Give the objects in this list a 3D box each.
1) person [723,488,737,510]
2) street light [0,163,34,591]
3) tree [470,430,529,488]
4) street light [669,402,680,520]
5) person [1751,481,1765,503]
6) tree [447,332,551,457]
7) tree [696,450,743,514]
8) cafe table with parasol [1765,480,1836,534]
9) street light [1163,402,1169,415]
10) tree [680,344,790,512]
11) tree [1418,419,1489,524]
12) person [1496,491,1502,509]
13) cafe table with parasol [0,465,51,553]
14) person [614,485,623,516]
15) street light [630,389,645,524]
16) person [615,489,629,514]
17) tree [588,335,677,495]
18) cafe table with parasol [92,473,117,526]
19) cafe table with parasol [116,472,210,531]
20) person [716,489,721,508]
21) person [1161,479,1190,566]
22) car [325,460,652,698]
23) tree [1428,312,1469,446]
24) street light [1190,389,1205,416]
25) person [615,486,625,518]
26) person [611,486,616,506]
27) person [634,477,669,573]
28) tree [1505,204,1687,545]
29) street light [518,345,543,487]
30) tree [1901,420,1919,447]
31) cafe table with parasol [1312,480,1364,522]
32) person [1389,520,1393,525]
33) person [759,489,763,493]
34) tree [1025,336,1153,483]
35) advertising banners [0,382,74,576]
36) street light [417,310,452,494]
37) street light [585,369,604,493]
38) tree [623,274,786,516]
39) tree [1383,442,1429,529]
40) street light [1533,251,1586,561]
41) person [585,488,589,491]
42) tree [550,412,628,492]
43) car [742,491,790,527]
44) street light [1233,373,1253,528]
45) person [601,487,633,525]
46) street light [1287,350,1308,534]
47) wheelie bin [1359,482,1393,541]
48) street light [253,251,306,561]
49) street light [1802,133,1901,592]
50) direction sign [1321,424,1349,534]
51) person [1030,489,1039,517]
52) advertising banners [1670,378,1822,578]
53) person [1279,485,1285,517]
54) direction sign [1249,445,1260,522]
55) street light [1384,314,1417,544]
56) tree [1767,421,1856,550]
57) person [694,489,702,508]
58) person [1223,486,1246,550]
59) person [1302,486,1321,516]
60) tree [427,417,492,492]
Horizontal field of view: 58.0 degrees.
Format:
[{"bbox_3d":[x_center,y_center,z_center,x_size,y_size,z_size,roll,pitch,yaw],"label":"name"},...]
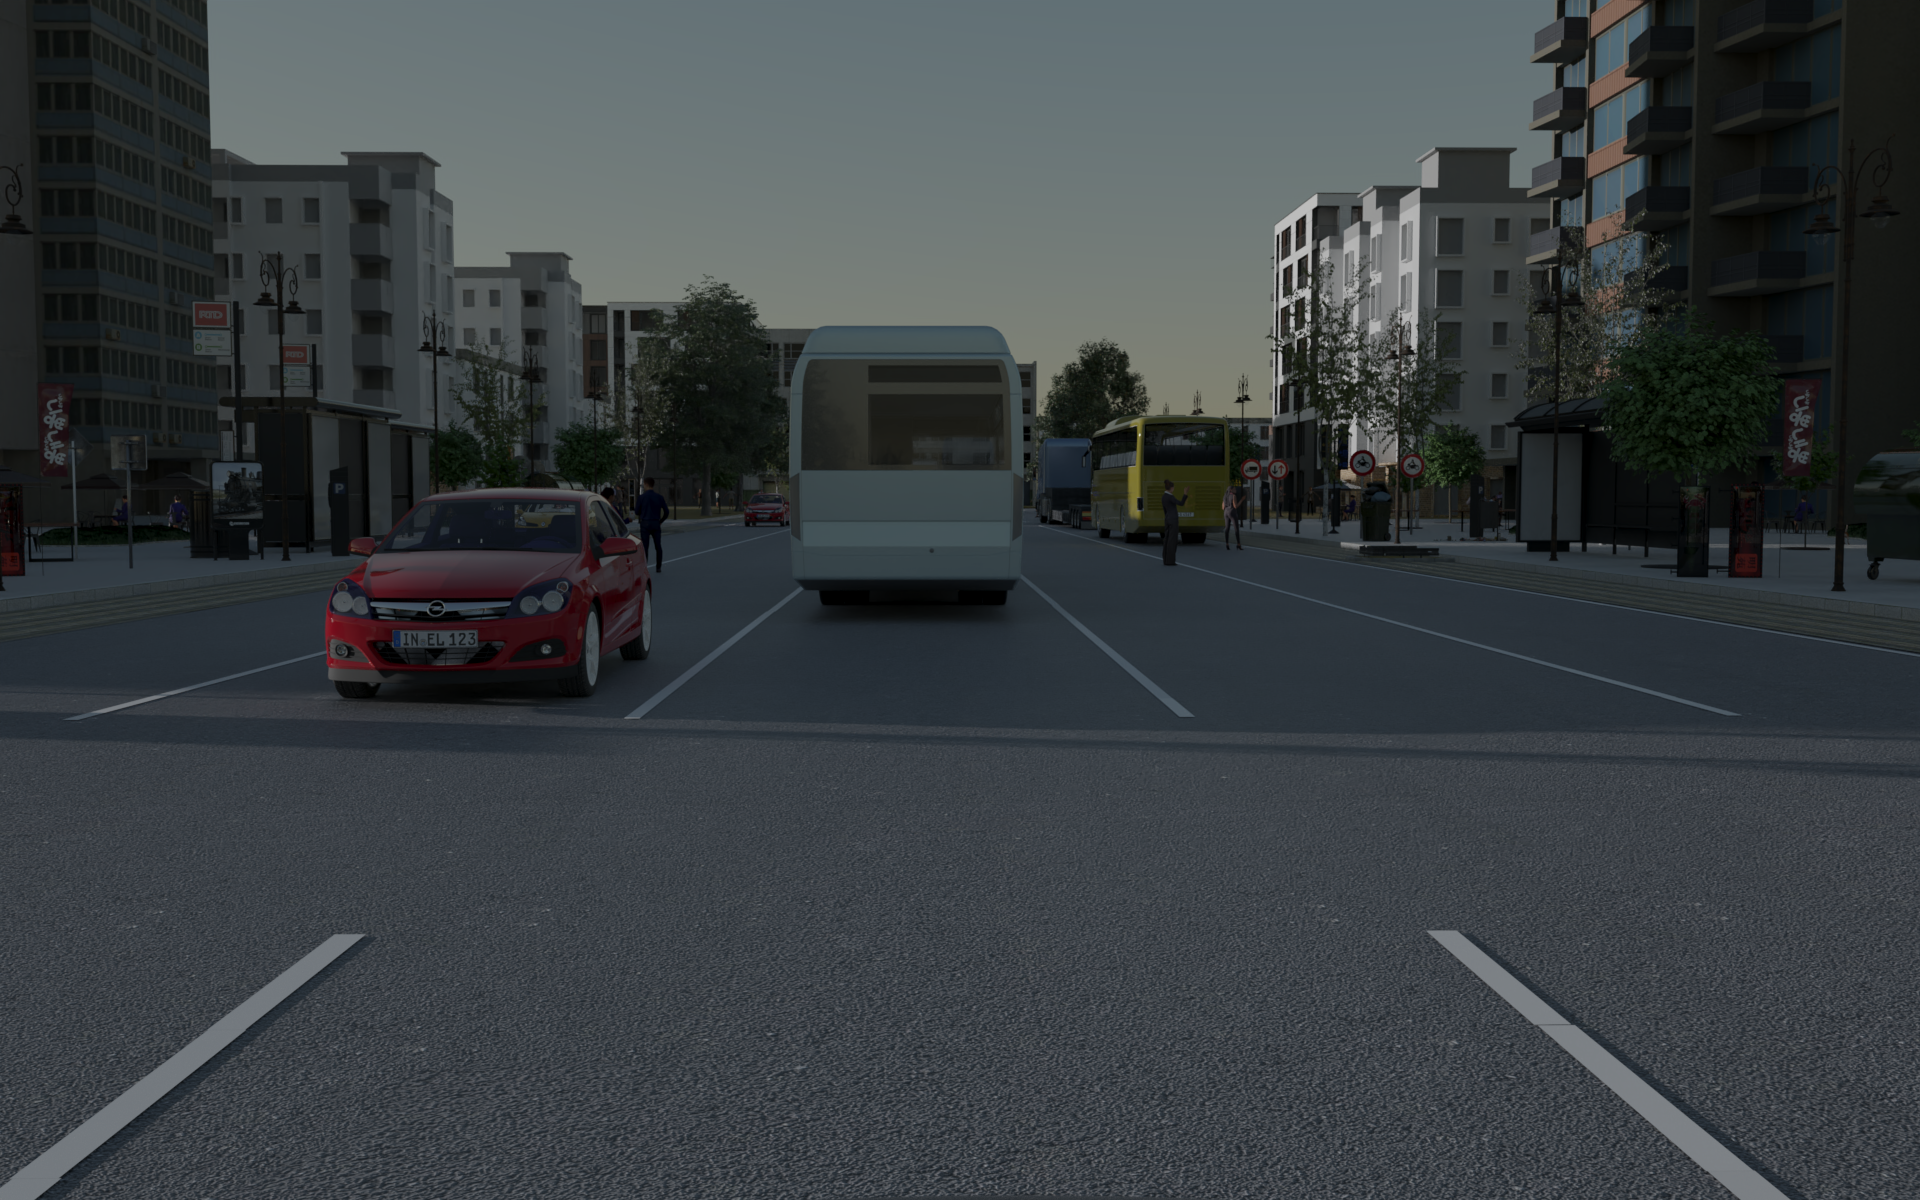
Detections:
[{"bbox_3d":[-18.933,-8.393,143.264,1.348,1.824,0.705,-1,4,-16],"label":"person"},{"bbox_3d":[-12.724,-3.055,22.730,0.468,5.910,1.993,0,4,-1],"label":"street light"},{"bbox_3d":[-13.822,-3.494,51.727,1.663,3.219,1.824,0,3,0],"label":"tree"},{"bbox_3d":[-14.079,-6.890,85.443,0.468,5.910,1.993,0,4,-1],"label":"street light"},{"bbox_3d":[15.701,-1.587,34.361,0.453,1.535,0.546,0,4,-4],"label":"person"},{"bbox_3d":[-21.249,-7.890,79.369,4.737,8.622,4.395,0,3,0],"label":"tree"},{"bbox_3d":[-15.632,-7.922,113.245,4.285,4.588,4.351,0,3,0],"label":"tree"},{"bbox_3d":[27.190,-3.148,56.330,2.610,1.966,2.610,-1,4,-23],"label":"cafe table with parasol"},{"bbox_3d":[10.346,-6.992,87.110,0.468,5.910,1.993,0,4,-1],"label":"street light"},{"bbox_3d":[-16.174,-12.834,126.841,9.611,12.733,9.660,0,3,0],"label":"tree"},{"bbox_3d":[21.521,-5.640,75.925,4.285,4.588,4.351,0,3,0],"label":"tree"},{"bbox_3d":[29.525,-5.225,94.706,0.421,1.427,0.697,1,4,16],"label":"person"},{"bbox_3d":[-20.840,-1.986,37.342,2.610,1.966,2.610,1,4,16],"label":"cafe table with parasol"},{"bbox_3d":[-17.586,-5.019,88.638,0.750,1.759,0.617,0,4,4],"label":"person"},{"bbox_3d":[-13.916,-6.254,75.045,0.468,5.910,1.993,0,4,-1],"label":"street light"},{"bbox_3d":[-21.775,-6.428,111.698,0.990,1.755,0.434,0,4,-4],"label":"person"},{"bbox_3d":[-14.945,-7.958,80.478,4.360,8.622,3.978,0,3,0],"label":"tree"},{"bbox_3d":[-28.047,-3.176,56.792,2.610,1.966,2.610,-2,4,-35],"label":"cafe table with parasol"},{"bbox_3d":[-23.966,-2.957,53.210,2.610,1.966,2.610,3,5,44],"label":"cafe table with parasol"},{"bbox_3d":[-22.855,-9.607,163.904,0.721,1.735,1.217,-1,4,-21],"label":"person"},{"bbox_3d":[4.333,-1.550,34.642,0.742,1.727,0.445,3,4,38],"label":"person"},{"bbox_3d":[-3.533,-0.274,13.527,2.155,1.783,4.494,0,4,-2],"label":"car"},{"bbox_3d":[17.629,-7.162,67.460,4.737,8.622,4.395,0,3,0],"label":"tree"},{"bbox_3d":[10.490,-6.356,76.712,0.468,5.910,1.993,0,4,-1],"label":"street light"},{"bbox_3d":[-17.954,-5.167,91.344,0.721,1.723,1.217,0,4,8],"label":"person"},{"bbox_3d":[-22.909,-6.601,113.831,0.599,1.838,0.709,-1,4,-15],"label":"person"},{"bbox_3d":[-5.662,-1.371,31.626,0.576,1.737,0.504,-3,4,-38],"label":"person"},{"bbox_3d":[15.974,-5.692,43.433,4.360,8.622,3.978,0,3,0],"label":"tree"},{"bbox_3d":[-13.328,-4.963,53.939,0.468,5.910,1.993,0,4,-1],"label":"street light"},{"bbox_3d":[31.441,-4.318,54.312,4.285,4.588,4.351,0,3,0],"label":"tree"},{"bbox_3d":[17.734,-4.666,81.158,2.610,1.966,2.610,0,4,-2],"label":"cafe table with parasol"},{"bbox_3d":[17.428,-3.832,70.901,0.499,1.552,0.429,0,4,-4],"label":"person"},{"bbox_3d":[-16.721,-8.490,145.788,0.756,1.711,0.436,-1,4,-21],"label":"person"},{"bbox_3d":[10.302,-12.770,125.794,9.611,12.733,9.660,0,3,0],"label":"tree"},{"bbox_3d":[-14.867,-1.878,26.890,2.074,3.025,0.090,-2,4,-27],"label":"advertising banners"},{"bbox_3d":[-13.169,-4.327,43.541,0.468,5.910,1.993,0,4,-1],"label":"street light"},{"bbox_3d":[-13.555,-5.602,64.388,0.468,5.910,1.993,0,4,-1],"label":"street light"},{"bbox_3d":[-15.023,-11.968,102.324,9.857,13.997,8.962,0,3,0],"label":"tree"},{"bbox_3d":[16.494,-4.253,64.135,1.663,3.219,1.824,0,3,0],"label":"tree"},{"bbox_3d":[11.404,-3.689,33.096,0.468,5.910,1.993,0,4,-1],"label":"street light"},{"bbox_3d":[-23.070,-6.238,107.905,0.599,1.838,0.709,3,5,43],"label":"person"},{"bbox_3d":[-15.007,-5.273,69.924,4.285,4.588,4.351,0,3,0],"label":"tree"},{"bbox_3d":[-8.609,-4.189,77.532,2.155,1.783,4.494,0,4,-1],"label":"car"},{"bbox_3d":[10.813,-5.720,66.318,0.468,5.910,1.993,0,4,-1],"label":"street light"},{"bbox_3d":[-5.131,-0.901,25.597,0.453,1.535,0.546,0,4,6],"label":"person"},{"bbox_3d":[10.928,-5.084,55.919,0.468,5.910,1.993,0,4,-1],"label":"street light"},{"bbox_3d":[11.308,-2.395,47.058,0.693,1.594,0.980,-2,4,-35],"label":"wheelie bin"},{"bbox_3d":[-12.958,-3.690,33.126,0.468,5.910,1.993,0,4,-1],"label":"street light"},{"bbox_3d":[11.603,-3.053,22.699,0.468,5.910,1.993,0,4,-1],"label":"street light"},{"bbox_3d":[12.112,-3.917,56.037,0.876,3.537,0.379,1,4,19],"label":"direction sign"},{"bbox_3d":[4.725,-5.921,106.090,0.721,1.735,1.217,3,5,41],"label":"person"},{"bbox_3d":[11.992,-1.850,26.435,2.074,3.025,0.090,1,4,13],"label":"advertising banners"},{"bbox_3d":[17.914,-5.477,96.117,0.617,1.759,0.750,-3,5,-43],"label":"person"},{"bbox_3d":[13.538,-5.374,79.863,0.379,3.537,0.876,-2,4,-28],"label":"direction sign"},{"bbox_3d":[11.310,-4.392,44.598,0.468,5.910,1.993,0,4,-1],"label":"street light"},{"bbox_3d":[19.437,-2.776,39.994,1.663,3.219,1.824,0,3,0],"label":"tree"},{"bbox_3d":[-23.315,-9.106,155.445,1.217,1.766,0.721,1,4,13],"label":"person"},{"bbox_3d":[7.017,-2.101,44.315,0.593,1.643,0.415,1,4,9],"label":"person"},{"bbox_3d":[20.881,-5.899,103.201,1.217,1.735,0.721,0,4,8],"label":"person"},{"bbox_3d":[-21.652,-5.513,73.851,4.285,4.588,4.351,0,3,0],"label":"tree"}]
